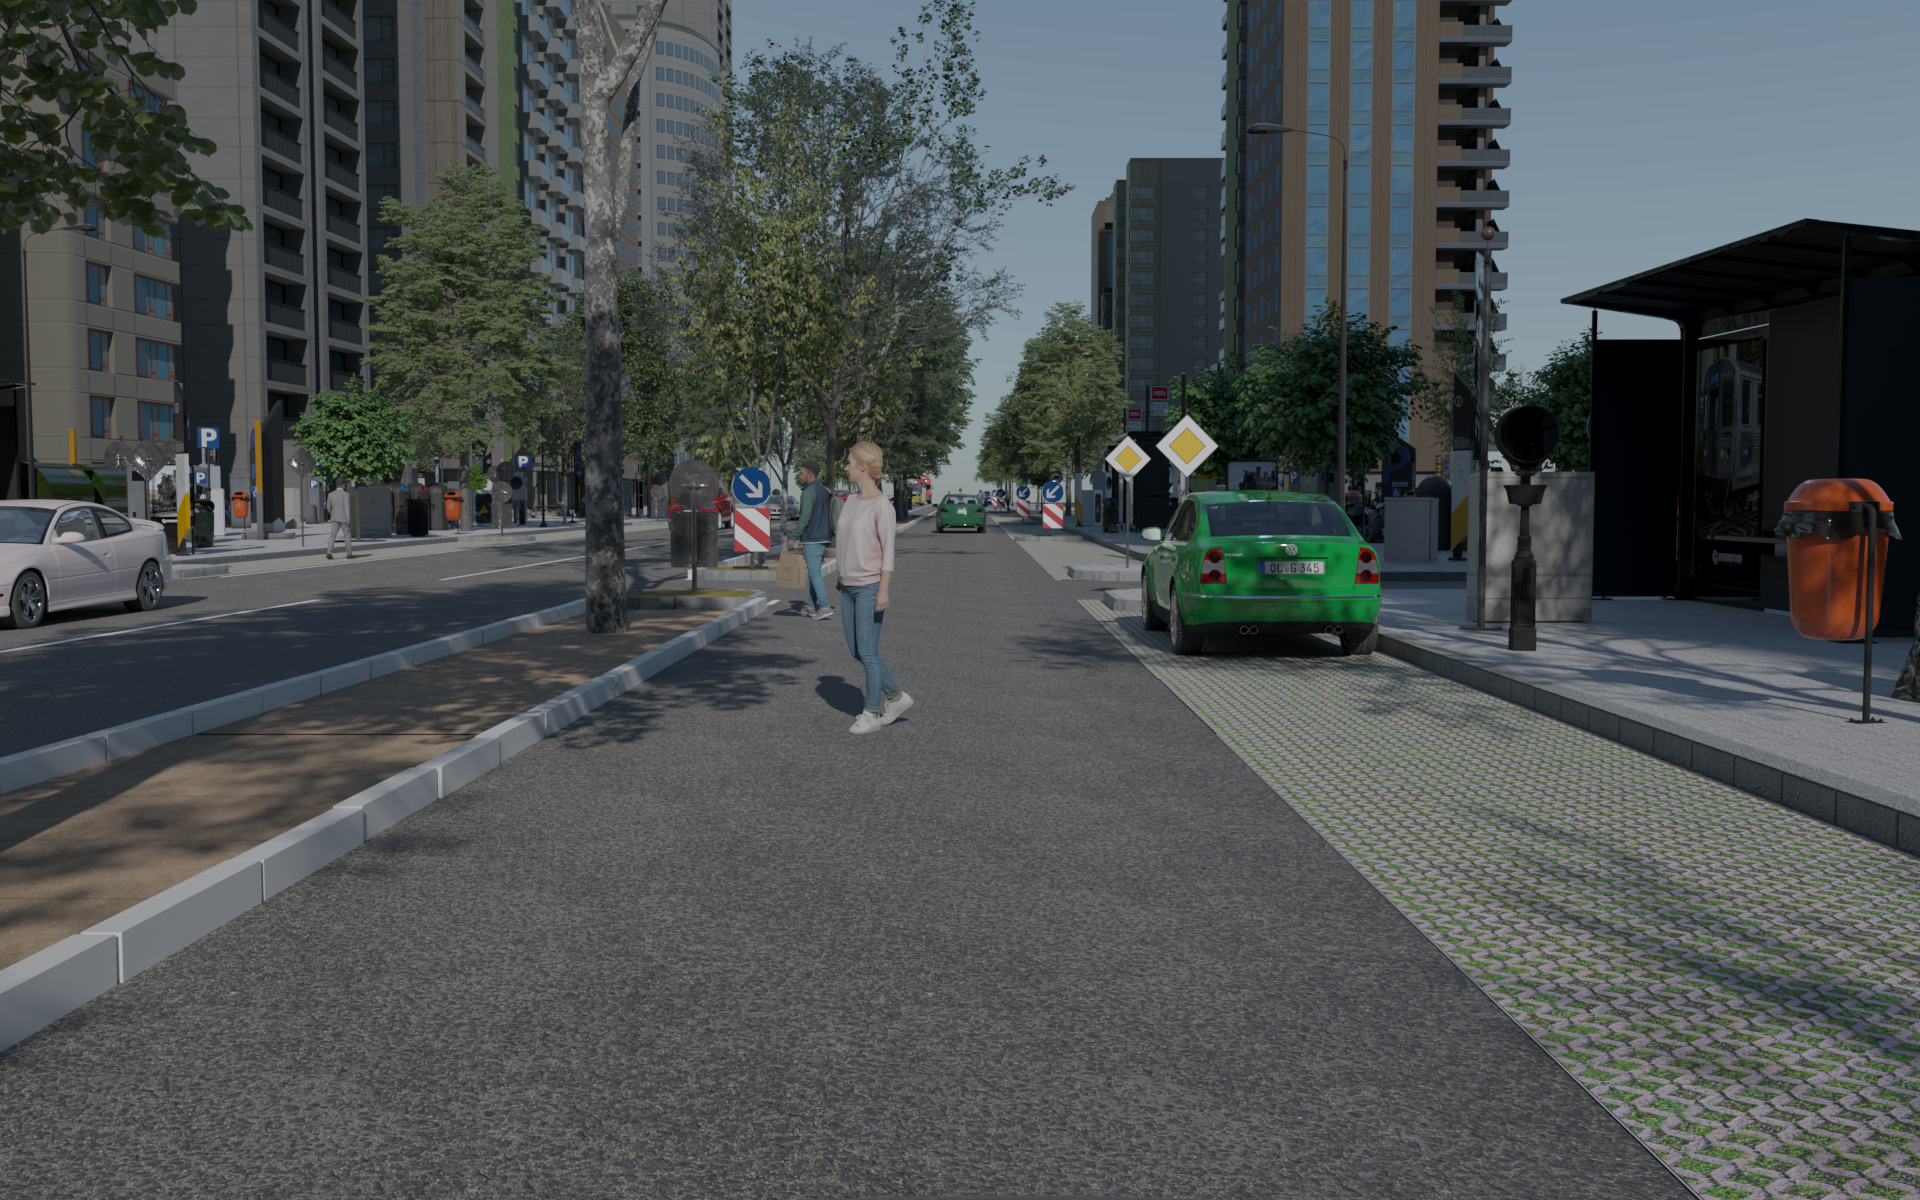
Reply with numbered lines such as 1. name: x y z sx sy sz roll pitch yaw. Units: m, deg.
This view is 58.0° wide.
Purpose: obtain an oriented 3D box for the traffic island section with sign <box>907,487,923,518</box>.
1. traffic island section with sign: -3.219 -5.913 104.813 2.006 1.907 1.989 0 4 0

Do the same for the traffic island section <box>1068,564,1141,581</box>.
1. traffic island section: 2.918 -0.472 29.991 2.009 0.180 2.903 0 4 0

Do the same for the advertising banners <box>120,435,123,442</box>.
1. advertising banners: -25.554 -3.451 52.613 0.090 3.025 2.074 -2 4 -33

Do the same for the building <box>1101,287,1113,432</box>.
1. building: 26.503 -28.757 241.883 14.160 30.474 14.107 0 4 0

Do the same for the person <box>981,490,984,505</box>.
1. person: 2.176 -10.374 178.104 0.705 1.826 1.348 -2 4 -24

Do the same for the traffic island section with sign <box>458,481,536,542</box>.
1. traffic island section with sign: -13.997 -2.687 52.564 1.989 1.847 2.006 0 4 0

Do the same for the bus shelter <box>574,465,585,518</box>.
1. bus shelter: -19.449 -6.291 94.148 1.731 3.624 6.357 0 4 0

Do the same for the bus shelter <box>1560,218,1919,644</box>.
1. bus shelter: 8.072 -1.627 17.892 1.731 3.624 6.357 0 4 0

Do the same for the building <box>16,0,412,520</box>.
1. building: -40.379 -39.787 88.764 20.563 71.187 20.611 0 4 0

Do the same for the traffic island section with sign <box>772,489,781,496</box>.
1. traffic island section with sign: -13.712 -7.391 129.470 1.989 1.847 2.006 0 4 0

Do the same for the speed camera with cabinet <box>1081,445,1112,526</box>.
1. speed camera with cabinet: 5.503 -4.610 69.713 0.660 3.252 2.038 2 4 26

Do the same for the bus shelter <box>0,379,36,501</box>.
1. bus shelter: -20.404 -2.592 33.654 1.731 3.624 6.357 0 3 0

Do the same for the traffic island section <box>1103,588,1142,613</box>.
1. traffic island section: 2.889 0.017 22.006 2.009 0.180 2.903 0 4 0

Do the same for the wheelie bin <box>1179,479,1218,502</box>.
1. wheelie bin: 5.058 -1.750 36.514 0.980 1.594 0.693 -2 4 -24

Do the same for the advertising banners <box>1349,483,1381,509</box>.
1. advertising banners: 17.034 -4.664 72.444 2.074 3.025 0.090 -2 4 -23

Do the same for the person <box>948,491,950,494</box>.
1. person: -1.233 -11.885 202.752 0.705 1.831 1.348 3 5 44

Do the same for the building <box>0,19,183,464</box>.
1. building: -46.321 -13.001 57.608 27.650 21.520 28.899 0 4 0

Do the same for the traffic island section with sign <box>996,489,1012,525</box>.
1. traffic island section with sign: 2.782 -4.356 79.847 1.989 1.847 2.006 0 4 0

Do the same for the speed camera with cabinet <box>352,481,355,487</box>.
1. speed camera with cabinet: -28.557 -5.483 83.978 0.660 3.252 2.038 2 4 25

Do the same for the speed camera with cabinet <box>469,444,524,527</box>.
1. speed camera with cabinet: -18.316 -4.535 68.484 2.038 3.252 0.660 -2 4 -25

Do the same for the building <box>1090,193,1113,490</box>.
1. building: 26.782 -37.097 256.645 14.600 45.320 14.200 0 4 0

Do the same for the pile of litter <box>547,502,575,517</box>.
1. pile of litter: -22.785 -5.188 98.783 1.719 0.858 1.176 1 4 10

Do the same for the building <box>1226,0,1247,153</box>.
1. building: 26.415 -27.165 127.746 14.154 41.232 14.086 0 4 0

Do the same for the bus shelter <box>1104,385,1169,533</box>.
1. bus shelter: 6.644 -5.137 61.619 2.179 5.291 8.768 0 4 0

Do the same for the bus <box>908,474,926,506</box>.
1. bus: -5.757 -13.630 214.403 2.896 3.916 12.252 0 4 1

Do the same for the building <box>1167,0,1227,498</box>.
1. building: 31.038 -51.176 149.399 22.319 86.520 31.000 0 4 0

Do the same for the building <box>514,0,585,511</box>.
1. building: -41.712 -31.479 134.287 23.786 49.044 30.456 0 4 0

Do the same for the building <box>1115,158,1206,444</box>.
1. building: 27.214 -32.393 213.219 14.154 41.232 14.086 0 4 0

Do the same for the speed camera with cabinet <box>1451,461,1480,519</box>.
1. speed camera with cabinet: 19.996 -4.601 69.562 0.660 3.252 2.038 -3 4 -38

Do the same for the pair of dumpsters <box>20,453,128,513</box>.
1. pair of dumpsters: -20.513 -2.280 39.777 1.574 2.255 4.437 0 4 0

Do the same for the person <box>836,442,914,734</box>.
1. person: -0.528 -0.083 10.534 0.598 1.740 0.731 -3 5 -43

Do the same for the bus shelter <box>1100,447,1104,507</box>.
1. bus shelter: 7.401 -6.161 78.356 2.179 5.291 8.768 0 4 0

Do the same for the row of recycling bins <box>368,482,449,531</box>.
1. row of recycling bins: -19.054 -3.213 59.641 1.069 1.692 3.534 2 4 25

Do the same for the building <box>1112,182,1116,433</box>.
1. building: 26.879 -33.255 227.306 14.154 41.232 14.086 0 4 0

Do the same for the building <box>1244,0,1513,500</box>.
1. building: 26.762 -28.342 113.504 14.600 45.320 14.200 0 4 0

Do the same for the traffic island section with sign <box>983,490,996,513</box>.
1. traffic island section with sign: 2.948 -7.419 129.930 1.989 1.847 2.006 0 4 0

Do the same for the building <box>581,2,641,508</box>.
1. building: -37.327 -30.982 156.671 14.600 45.320 14.200 0 4 0

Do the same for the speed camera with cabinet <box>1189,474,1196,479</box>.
1. speed camera with cabinet: 11.549 -5.303 81.044 0.660 3.252 2.038 -3 5 -43

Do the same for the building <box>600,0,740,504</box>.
1. building: -39.976 -49.041 240.067 20.563 71.187 20.611 0 4 0

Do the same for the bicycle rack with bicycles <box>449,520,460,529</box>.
1. bicycle rack with bicycles: -19.440 -3.089 63.882 2.852 0.926 2.925 0 4 7

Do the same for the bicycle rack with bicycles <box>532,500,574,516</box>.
1. bicycle rack with bicycles: -24.589 -5.489 103.127 2.925 0.926 2.852 0 4 -4

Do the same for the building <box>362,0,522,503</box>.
1. building: -37.222 -26.203 112.017 14.154 41.232 14.086 0 4 0

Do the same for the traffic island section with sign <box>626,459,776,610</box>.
1. traffic island section with sign: -3.519 -0.864 22.267 2.006 1.907 1.989 0 4 0

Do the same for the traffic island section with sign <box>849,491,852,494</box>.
1. traffic island section with sign: -13.426 -12.422 211.723 1.989 1.847 2.006 0 4 0

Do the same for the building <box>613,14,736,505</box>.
1. building: -40.544 -41.217 215.902 21.231 58.520 28.212 0 4 0

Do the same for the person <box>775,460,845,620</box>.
1. person: -1.709 -0.691 19.787 0.713 1.824 0.794 3 5 42

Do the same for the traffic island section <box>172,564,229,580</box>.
1. traffic island section: -14.073 -0.476 30.057 2.009 0.180 2.903 0 4 0

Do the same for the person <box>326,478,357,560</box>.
1. person: -13.538 -1.774 37.785 0.678 1.792 0.850 1 4 15

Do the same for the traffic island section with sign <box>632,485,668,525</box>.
1. traffic island section with sign: -13.909 -4.336 79.519 1.989 1.847 2.006 0 4 0

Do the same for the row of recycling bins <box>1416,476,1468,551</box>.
1. row of recycling bins: 12.091 -1.953 39.046 3.534 1.692 1.069 1 4 19

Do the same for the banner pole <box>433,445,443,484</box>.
1. banner pole: -25.906 -5.880 86.156 0.863 3.779 0.401 2 4 35

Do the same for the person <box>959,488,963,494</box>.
1. person: 0.020 -5.743 102.735 0.374 1.781 0.599 1 4 15

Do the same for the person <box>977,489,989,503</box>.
1. person: 1.633 -8.023 139.765 1.350 1.814 0.705 0 4 -1

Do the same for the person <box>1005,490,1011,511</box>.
1. person: 3.597 -7.498 132.035 0.436 1.711 0.756 3 5 44

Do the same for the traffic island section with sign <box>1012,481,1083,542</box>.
1. traffic island section with sign: 2.677 -2.694 52.680 1.989 1.847 2.006 0 4 0

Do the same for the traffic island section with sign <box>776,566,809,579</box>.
1. traffic island section with sign: -3.482 -1.317 29.675 2.006 1.907 1.989 0 4 0

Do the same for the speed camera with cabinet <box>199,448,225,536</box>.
1. speed camera with cabinet: -23.003 -3.604 53.269 0.660 3.252 2.038 -2 4 -26
